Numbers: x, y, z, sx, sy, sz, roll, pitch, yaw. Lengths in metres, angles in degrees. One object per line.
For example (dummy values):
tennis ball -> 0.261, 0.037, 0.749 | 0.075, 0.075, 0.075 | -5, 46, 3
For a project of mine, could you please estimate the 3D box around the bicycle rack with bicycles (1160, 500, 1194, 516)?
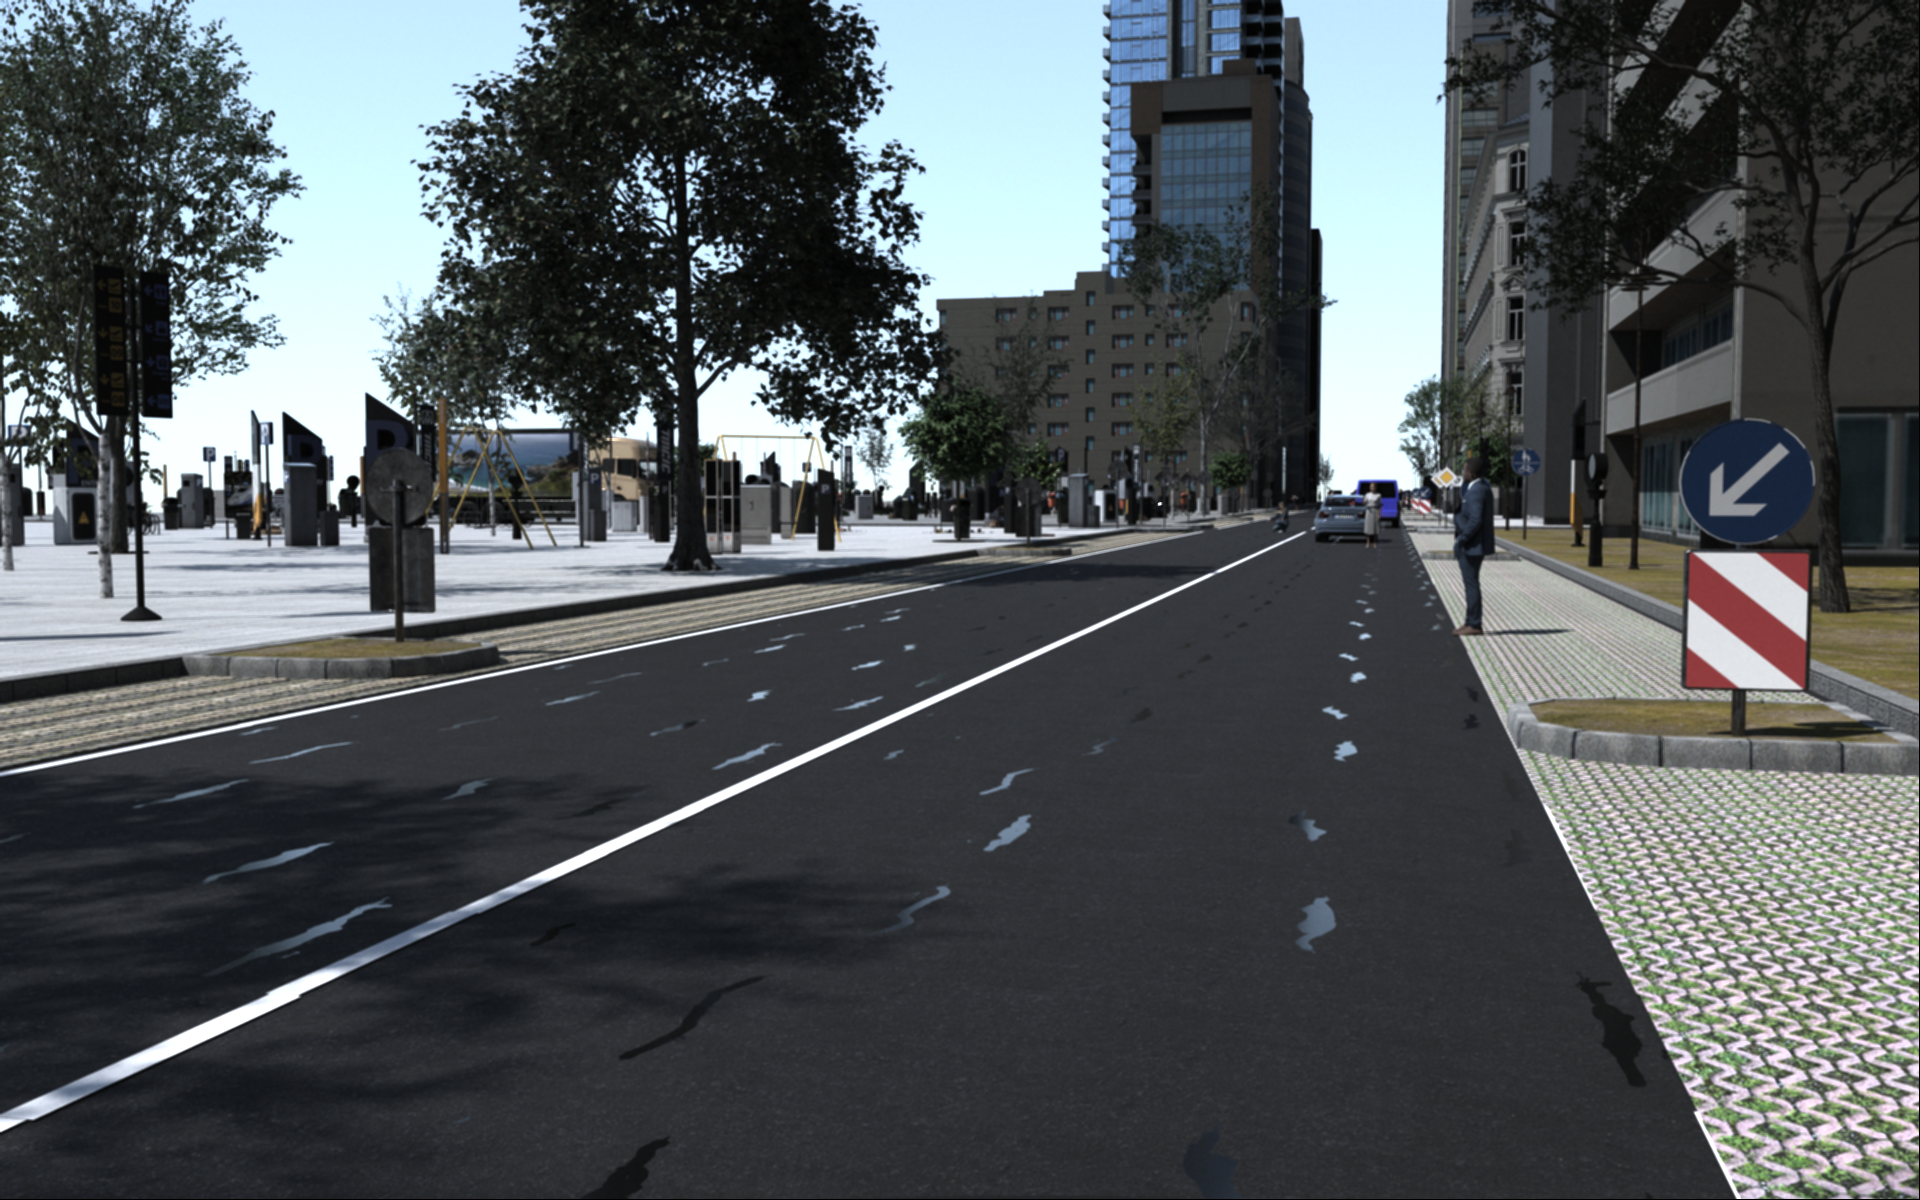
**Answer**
bicycle rack with bicycles -> 12.250, -5.456, 102.580 | 2.925, 0.926, 2.852 | 1, 4, 16

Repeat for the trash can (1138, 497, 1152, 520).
trash can -> 9.014, -4.447, 84.361 | 0.748, 1.137, 0.748 | 0, 3, 0

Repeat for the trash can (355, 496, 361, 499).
trash can -> -39.816, -6.311, 114.835 | 0.748, 1.137, 0.748 | 0, 3, 0

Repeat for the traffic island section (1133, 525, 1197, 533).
traffic island section -> 7.675, -2.624, 65.183 | 2.009, 0.180, 2.903 | 1, 4, 14

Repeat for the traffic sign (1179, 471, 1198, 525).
traffic sign -> 9.620, -4.234, 72.867 | 0.795, 2.450, 0.064 | 1, 4, 14

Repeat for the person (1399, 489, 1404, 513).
person -> 30.800, -6.868, 121.024 | 0.641, 1.798, 0.478 | -1, 4, -22

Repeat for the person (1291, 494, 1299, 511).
person -> 28.935, -8.438, 149.657 | 0.628, 1.438, 0.799 | 3, 5, 43

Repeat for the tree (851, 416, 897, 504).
tree -> -7.183, -12.063, 147.594 | 4.360, 8.622, 3.978 | 0, 3, 0

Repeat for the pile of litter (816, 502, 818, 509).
pile of litter -> -9.015, -5.750, 107.984 | 1.719, 0.858, 1.176 | -3, 5, -43

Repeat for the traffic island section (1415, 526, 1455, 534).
traffic island section -> 17.615, -2.474, 62.724 | 2.009, 0.180, 2.903 | 1, 4, 14

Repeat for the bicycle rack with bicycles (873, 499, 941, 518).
bicycle rack with bicycles -> -3.243, -5.494, 103.204 | 2.852, 0.926, 2.925 | -2, 4, -28

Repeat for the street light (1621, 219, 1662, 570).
street light -> 11.487, -3.459, 29.341 | 0.468, 5.910, 1.993 | 1, 4, 14

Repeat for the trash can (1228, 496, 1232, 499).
trash can -> 18.536, -6.605, 119.650 | 0.748, 1.137, 0.748 | 0, 3, 0

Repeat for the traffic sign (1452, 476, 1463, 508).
traffic sign -> 28.311, -5.903, 98.641 | 0.606, 2.300, 0.079 | 1, 4, 19

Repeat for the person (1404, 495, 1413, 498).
person -> 52.897, -11.980, 204.389 | 1.348, 1.823, 0.705 | 3, 5, 41

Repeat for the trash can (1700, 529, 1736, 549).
trash can -> 11.110, -0.831, 25.241 | 0.748, 1.137, 0.748 | 0, 3, 0

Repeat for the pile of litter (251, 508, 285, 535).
pile of litter -> -22.023, -2.504, 54.901 | 1.719, 0.858, 1.176 | -2, 4, -30

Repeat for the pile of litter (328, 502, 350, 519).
pile of litter -> -32.476, -4.657, 90.099 | 1.719, 0.858, 1.176 | 3, 5, 44

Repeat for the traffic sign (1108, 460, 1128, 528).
traffic sign -> 5.908, -3.963, 64.896 | 0.768, 2.556, 0.104 | 1, 4, 17

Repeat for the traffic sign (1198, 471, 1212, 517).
traffic sign -> 13.466, -5.829, 95.404 | 0.768, 2.556, 0.104 | 1, 4, 20

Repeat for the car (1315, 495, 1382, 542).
car -> 11.808, -2.495, 52.801 | 2.014, 1.417, 4.499 | 1, 4, 16

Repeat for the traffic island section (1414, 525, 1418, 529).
traffic island section -> 19.536, -2.948, 70.475 | 2.009, 0.180, 2.903 | 1, 4, 14

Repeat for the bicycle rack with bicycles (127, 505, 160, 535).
bicycle rack with bicycles -> -26.397, -2.521, 54.596 | 2.852, 0.926, 2.925 | 1, 4, 13

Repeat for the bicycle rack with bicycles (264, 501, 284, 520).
bicycle rack with bicycles -> -33.991, -4.454, 86.206 | 2.852, 0.926, 2.925 | -3, 5, -41

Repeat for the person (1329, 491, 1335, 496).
person -> 32.468, -8.652, 150.890 | 0.756, 1.711, 0.436 | -1, 4, -13

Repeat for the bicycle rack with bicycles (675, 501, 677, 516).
bicycle rack with bicycles -> -15.740, -5.396, 101.604 | 2.925, 0.926, 2.852 | 3, 5, 45

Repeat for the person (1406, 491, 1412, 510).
person -> 40.670, -9.014, 156.603 | 0.721, 1.735, 1.217 | 3, 5, 41

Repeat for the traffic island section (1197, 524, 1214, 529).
traffic island section -> 9.596, -3.098, 72.934 | 2.009, 0.180, 2.903 | 1, 4, 14

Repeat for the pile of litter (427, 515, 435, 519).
pile of litter -> -28.377, -4.696, 90.752 | 1.719, 0.858, 1.176 | 1, 4, 23

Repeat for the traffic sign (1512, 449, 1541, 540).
traffic sign -> 15.855, -2.964, 48.560 | 0.768, 2.556, 0.104 | 1, 4, 18

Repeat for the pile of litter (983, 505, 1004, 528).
pile of litter -> 1.633, -3.174, 65.867 | 1.719, 0.858, 1.176 | 1, 4, 18

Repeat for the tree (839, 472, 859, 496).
tree -> -8.490, -8.234, 129.227 | 1.663, 3.219, 1.824 | 0, 3, 0

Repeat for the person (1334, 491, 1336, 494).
person -> 49.378, -13.462, 228.545 | 1.348, 1.831, 0.705 | 3, 5, 40

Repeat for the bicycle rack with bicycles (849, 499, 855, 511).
bicycle rack with bicycles -> -6.279, -6.519, 119.965 | 2.852, 0.926, 2.925 | 2, 4, 28

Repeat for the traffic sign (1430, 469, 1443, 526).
traffic sign -> 19.511, -4.083, 70.404 | 0.795, 2.450, 0.064 | 1, 4, 14

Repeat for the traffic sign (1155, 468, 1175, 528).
traffic sign -> 7.699, -3.760, 65.115 | 0.795, 2.450, 0.064 | 1, 4, 14

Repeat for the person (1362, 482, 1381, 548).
person -> 10.900, -2.250, 45.865 | 0.480, 1.755, 0.524 | 1, 4, 17

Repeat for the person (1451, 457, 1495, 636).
person -> 5.186, -0.539, 17.494 | 0.419, 1.800, 0.721 | 1, 4, 19

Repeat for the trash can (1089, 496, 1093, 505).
trash can -> 8.999, -6.751, 122.032 | 0.748, 1.137, 0.748 | 0, 3, 0

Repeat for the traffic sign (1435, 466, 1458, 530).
traffic sign -> 17.591, -3.609, 62.652 | 0.795, 2.450, 0.064 | 1, 4, 14

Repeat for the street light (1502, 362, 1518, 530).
street light -> 19.321, -5.393, 60.961 | 0.468, 5.910, 1.993 | 1, 4, 14

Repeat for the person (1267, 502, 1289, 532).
person -> 11.971, -3.099, 64.660 | 0.738, 1.151, 1.012 | -1, 4, -11

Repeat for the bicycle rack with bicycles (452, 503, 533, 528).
bicycle rack with bicycles -> -18.223, -3.256, 66.612 | 2.925, 0.926, 2.852 | 3, 5, 39

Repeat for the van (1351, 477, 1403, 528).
van -> 18.123, -4.337, 75.300 | 2.240, 2.365, 5.245 | 1, 4, 13

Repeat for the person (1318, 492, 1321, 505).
person -> 43.918, -12.358, 211.472 | 0.530, 1.710, 0.541 | 3, 4, 38

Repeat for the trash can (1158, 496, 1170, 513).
trash can -> 13.124, -6.107, 111.497 | 0.748, 1.137, 0.748 | 0, 3, 0

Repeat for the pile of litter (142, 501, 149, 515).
pile of litter -> -48.790, -5.451, 103.081 | 1.719, 0.858, 1.176 | 3, 4, 36

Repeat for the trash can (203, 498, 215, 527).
trash can -> -29.660, -3.456, 68.159 | 0.748, 1.137, 0.748 | 0, 3, 0

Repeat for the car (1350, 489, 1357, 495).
car -> 28.402, -6.888, 121.294 | 2.281, 1.827, 5.304 | 1, 4, 16
